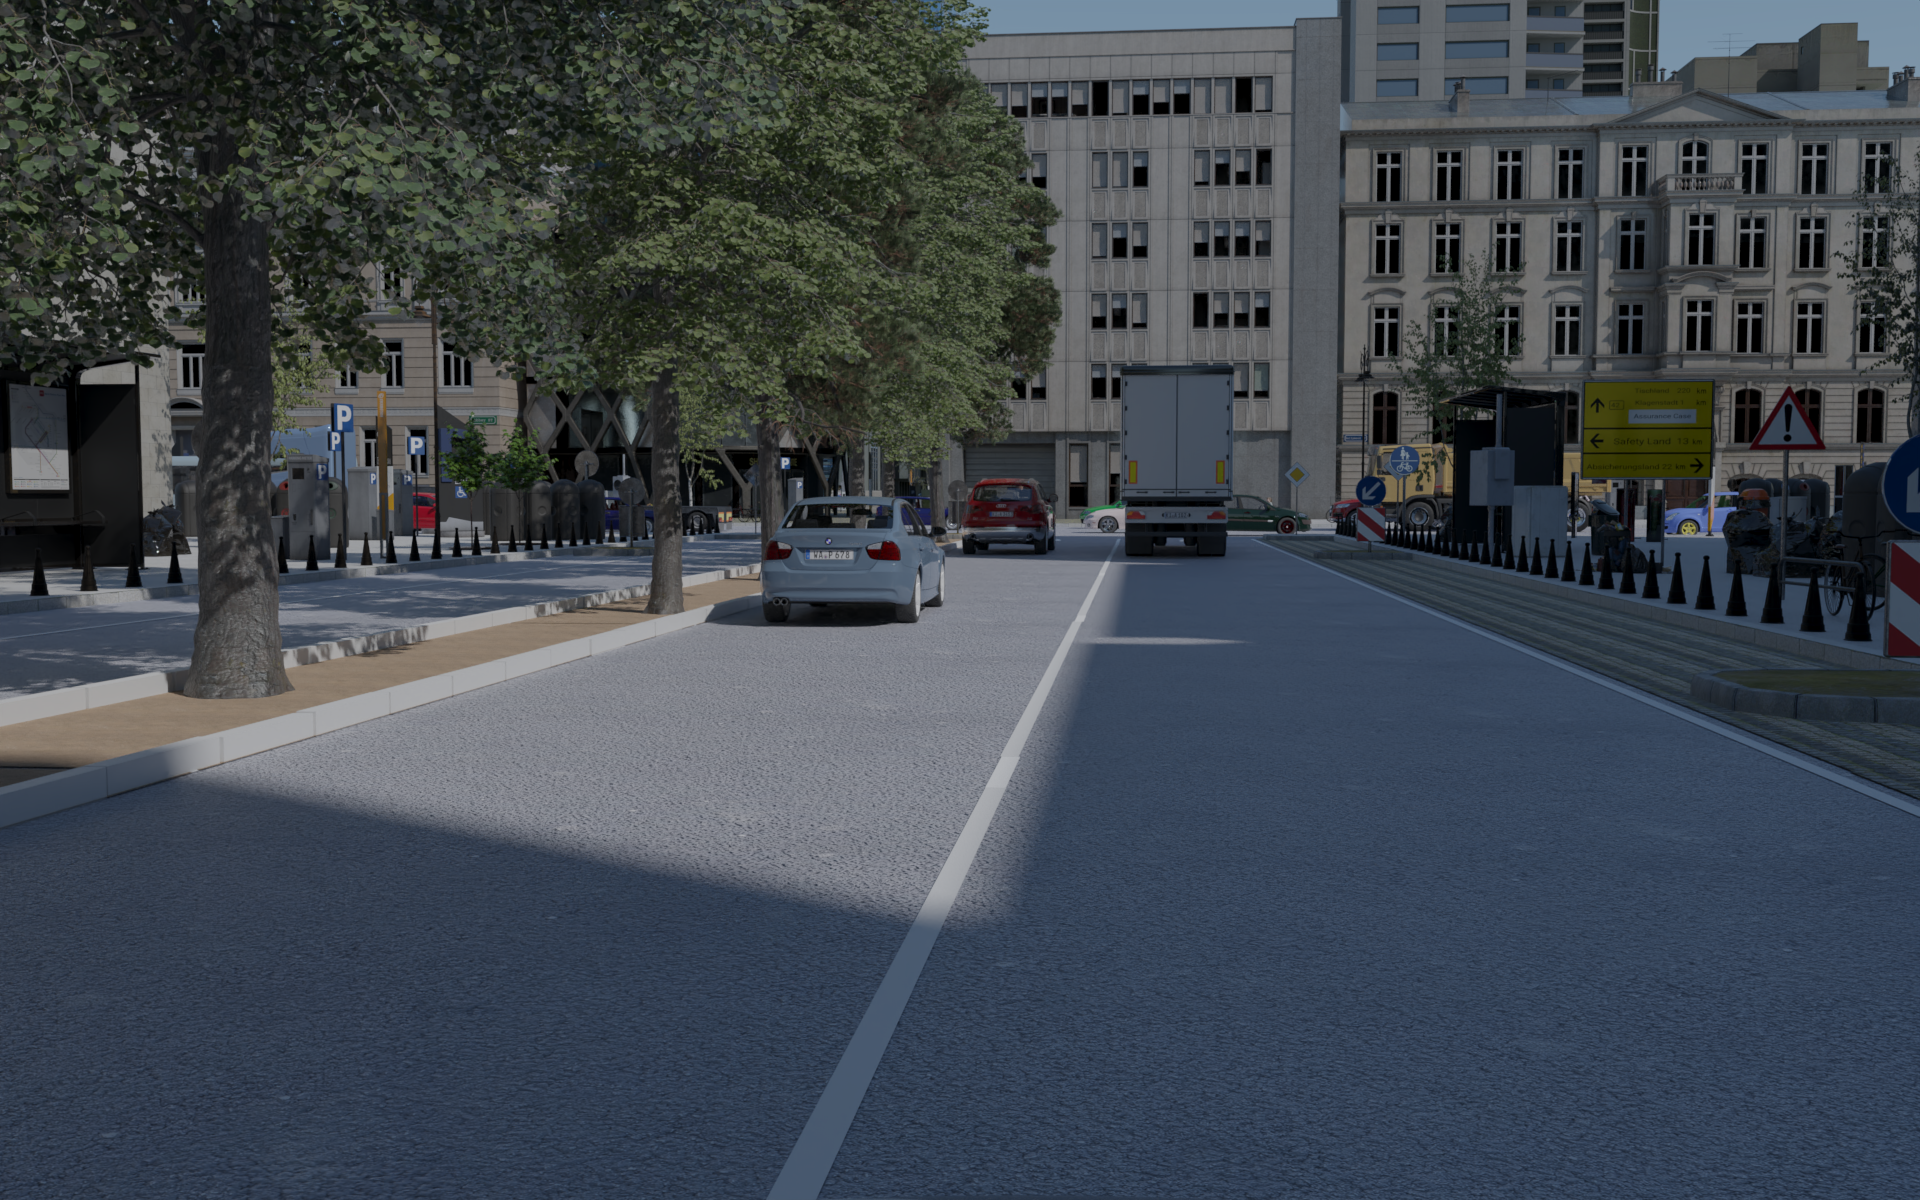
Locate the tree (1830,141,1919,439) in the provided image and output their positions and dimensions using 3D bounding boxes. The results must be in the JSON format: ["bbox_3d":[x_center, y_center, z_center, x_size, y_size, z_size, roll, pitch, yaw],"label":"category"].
[{"bbox_3d":[19.474,-5.147,34.520,4.360,8.622,3.978,0,3,0],"label":"tree"}]

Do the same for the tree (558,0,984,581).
[{"bbox_3d":[-3.152,-6.340,28.179,6.751,12.117,7.091,0,3,0],"label":"tree"}]

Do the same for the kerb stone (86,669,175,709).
[{"bbox_3d":[-5.783,0.625,11.985,0.120,0.150,1.000,0,4,6],"label":"kerb stone"}]

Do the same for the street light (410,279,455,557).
[{"bbox_3d":[-10.715,-3.829,35.394,0.468,5.910,1.993,0,4,6],"label":"street light"}]

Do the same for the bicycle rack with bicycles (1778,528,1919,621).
[{"bbox_3d":[9.789,-0.271,17.817,2.852,0.926,2.925,0,4,2],"label":"bicycle rack with bicycles"}]

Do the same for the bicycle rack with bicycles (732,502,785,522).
[{"bbox_3d":[-9.160,-4.008,78.915,2.925,0.926,2.852,2,4,29],"label":"bicycle rack with bicycles"}]

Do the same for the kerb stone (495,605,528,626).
[{"bbox_3d":[-5.034,0.187,19.131,0.120,0.150,1.000,0,4,6],"label":"kerb stone"}]

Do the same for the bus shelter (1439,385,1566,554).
[{"bbox_3d":[12.538,-3.002,40.365,1.731,3.624,6.357,0,4,6],"label":"bus shelter"}]

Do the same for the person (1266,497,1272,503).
[{"bbox_3d":[12.763,-3.593,71.519,0.394,1.301,0.425,-2,4,-31],"label":"person"}]

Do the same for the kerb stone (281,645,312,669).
[{"bbox_3d":[-5.570,0.499,14.037,0.120,0.150,1.000,0,4,6],"label":"kerb stone"}]

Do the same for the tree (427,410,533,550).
[{"bbox_3d":[-11.189,-2.781,40.069,1.663,3.219,1.824,0,3,0],"label":"tree"}]

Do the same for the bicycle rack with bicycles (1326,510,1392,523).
[{"bbox_3d":[17.576,-3.858,76.461,2.925,0.926,2.852,2,4,27],"label":"bicycle rack with bicycles"}]

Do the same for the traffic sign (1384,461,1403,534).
[{"bbox_3d":[12.109,-2.858,47.910,0.795,2.450,0.064,0,4,8],"label":"traffic sign"}]

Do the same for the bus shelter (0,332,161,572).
[{"bbox_3d":[-14.642,-2.145,26.346,1.731,3.624,6.357,0,4,6],"label":"bus shelter"}]

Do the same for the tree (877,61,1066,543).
[{"bbox_3d":[-0.804,-8.603,50.535,7.806,13.903,7.818,0,3,0],"label":"tree"}]

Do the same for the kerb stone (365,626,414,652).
[{"bbox_3d":[-5.357,0.374,16.074,0.120,0.150,1.000,0,4,6],"label":"kerb stone"}]

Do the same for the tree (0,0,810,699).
[{"bbox_3d":[-5.162,-6.295,12.028,9.857,13.997,8.962,0,3,0],"label":"tree"}]

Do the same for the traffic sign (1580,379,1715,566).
[{"bbox_3d":[12.182,-2.256,30.765,2.265,3.308,0.079,0,4,7],"label":"traffic sign"}]

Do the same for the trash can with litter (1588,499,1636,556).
[{"bbox_3d":[13.603,-1.505,35.988,0.624,1.170,1.055,-2,4,-35],"label":"trash can with litter"}]

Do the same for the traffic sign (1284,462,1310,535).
[{"bbox_3d":[10.539,-3.093,54.215,0.795,2.450,0.064,0,4,6],"label":"traffic sign"}]

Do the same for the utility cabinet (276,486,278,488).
[{"bbox_3d":[-19.453,-2.520,49.880,0.318,1.500,1.173,-2,4,-31],"label":"utility cabinet"}]

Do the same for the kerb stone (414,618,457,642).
[{"bbox_3d":[-5.244,0.312,17.093,0.120,0.150,1.000,0,4,6],"label":"kerb stone"}]

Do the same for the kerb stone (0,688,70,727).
[{"bbox_3d":[-5.894,0.687,10.963,0.120,0.150,1.000,0,4,6],"label":"kerb stone"}]

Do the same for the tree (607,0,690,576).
[{"bbox_3d":[-2.164,-7.017,35.305,7.486,12.596,7.792,0,3,0],"label":"tree"}]

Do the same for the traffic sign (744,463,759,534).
[{"bbox_3d":[-6.610,-3.204,56.027,0.795,2.450,0.064,0,4,6],"label":"traffic sign"}]

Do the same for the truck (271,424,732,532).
[{"bbox_3d":[-18.325,-4.729,67.074,18.799,4.110,2.967,0,4,5],"label":"truck"}]

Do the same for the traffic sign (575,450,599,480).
[{"bbox_3d":[-10.872,-3.077,50.422,0.768,2.556,0.104,1,4,14],"label":"traffic sign"}]

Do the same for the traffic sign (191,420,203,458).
[{"bbox_3d":[-12.451,-1.754,28.781,0.768,2.556,0.104,1,4,15],"label":"traffic sign"}]

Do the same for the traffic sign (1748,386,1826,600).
[{"bbox_3d":[9.956,-1.278,20.903,0.884,2.594,0.081,0,4,7],"label":"traffic sign"}]

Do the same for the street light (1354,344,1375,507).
[{"bbox_3d":[12.485,-4.943,53.610,0.468,5.910,1.993,0,4,6],"label":"street light"}]

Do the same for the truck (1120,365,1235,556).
[{"bbox_3d":[5.379,-3.323,43.240,2.839,4.237,11.283,0,4,7],"label":"truck"}]

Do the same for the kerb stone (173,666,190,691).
[{"bbox_3d":[-5.669,0.562,13.009,0.120,0.150,1.000,0,4,6],"label":"kerb stone"}]

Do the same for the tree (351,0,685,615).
[{"bbox_3d":[-3.561,-6.124,20.706,7.486,12.596,7.792,0,3,0],"label":"tree"}]

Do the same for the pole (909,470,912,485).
[{"bbox_3d":[-4.132,-9.255,145.158,0.158,3.312,0.155,0,3,0],"label":"pole"}]

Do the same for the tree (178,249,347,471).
[{"bbox_3d":[-18.019,-5.780,44.865,4.737,8.622,4.395,0,3,0],"label":"tree"}]

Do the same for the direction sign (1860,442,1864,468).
[{"bbox_3d":[39.291,-5.107,75.502,0.379,3.537,0.876,2,4,35],"label":"direction sign"}]

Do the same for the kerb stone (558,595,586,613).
[{"bbox_3d":[-4.828,0.064,21.185,0.120,0.150,1.000,0,4,6],"label":"kerb stone"}]

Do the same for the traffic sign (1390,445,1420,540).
[{"bbox_3d":[11.639,-2.769,45.381,0.768,2.556,0.104,1,4,14],"label":"traffic sign"}]

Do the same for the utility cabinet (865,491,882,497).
[{"bbox_3d":[-5.799,-6.584,116.331,1.173,1.500,0.318,-1,4,-12],"label":"utility cabinet"}]

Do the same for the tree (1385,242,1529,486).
[{"bbox_3d":[14.816,-6.162,51.117,4.737,8.622,4.395,0,3,0],"label":"tree"}]

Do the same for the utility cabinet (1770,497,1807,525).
[{"bbox_3d":[20.520,-1.944,42.944,1.020,1.237,0.306,-2,4,-28],"label":"utility cabinet"}]

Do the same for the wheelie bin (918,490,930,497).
[{"bbox_3d":[-2.421,-6.894,120.621,0.980,1.594,0.693,-1,4,-10],"label":"wheelie bin"}]

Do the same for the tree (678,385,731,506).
[{"bbox_3d":[-13.557,-8.374,87.278,4.737,8.622,4.395,0,3,0],"label":"tree"}]

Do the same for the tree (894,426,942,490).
[{"bbox_3d":[-3.619,-10.782,126.640,4.360,8.622,3.978,0,3,0],"label":"tree"}]

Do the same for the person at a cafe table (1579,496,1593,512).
[{"bbox_3d":[30.313,-4.645,84.462,1.698,1.524,1.622,1,4,13],"label":"person at a cafe table"}]

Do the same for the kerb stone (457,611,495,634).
[{"bbox_3d":[-5.139,0.250,18.112,0.120,0.150,1.000,0,4,6],"label":"kerb stone"}]

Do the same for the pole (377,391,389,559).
[{"bbox_3d":[-11.458,-2.481,34.406,0.158,3.312,0.155,0,3,0],"label":"pole"}]

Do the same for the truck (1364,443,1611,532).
[{"bbox_3d":[19.715,-4.329,66.697,9.791,3.379,3.469,0,4,8],"label":"truck"}]

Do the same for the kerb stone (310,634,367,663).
[{"bbox_3d":[-5.457,0.437,15.055,0.120,0.150,1.000,0,4,6],"label":"kerb stone"}]

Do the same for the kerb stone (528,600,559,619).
[{"bbox_3d":[-4.925,0.126,20.165,0.120,0.150,1.000,0,4,6],"label":"kerb stone"}]

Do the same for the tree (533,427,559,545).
[{"bbox_3d":[-11.185,-3.000,43.643,1.663,3.219,1.824,0,3,0],"label":"tree"}]
